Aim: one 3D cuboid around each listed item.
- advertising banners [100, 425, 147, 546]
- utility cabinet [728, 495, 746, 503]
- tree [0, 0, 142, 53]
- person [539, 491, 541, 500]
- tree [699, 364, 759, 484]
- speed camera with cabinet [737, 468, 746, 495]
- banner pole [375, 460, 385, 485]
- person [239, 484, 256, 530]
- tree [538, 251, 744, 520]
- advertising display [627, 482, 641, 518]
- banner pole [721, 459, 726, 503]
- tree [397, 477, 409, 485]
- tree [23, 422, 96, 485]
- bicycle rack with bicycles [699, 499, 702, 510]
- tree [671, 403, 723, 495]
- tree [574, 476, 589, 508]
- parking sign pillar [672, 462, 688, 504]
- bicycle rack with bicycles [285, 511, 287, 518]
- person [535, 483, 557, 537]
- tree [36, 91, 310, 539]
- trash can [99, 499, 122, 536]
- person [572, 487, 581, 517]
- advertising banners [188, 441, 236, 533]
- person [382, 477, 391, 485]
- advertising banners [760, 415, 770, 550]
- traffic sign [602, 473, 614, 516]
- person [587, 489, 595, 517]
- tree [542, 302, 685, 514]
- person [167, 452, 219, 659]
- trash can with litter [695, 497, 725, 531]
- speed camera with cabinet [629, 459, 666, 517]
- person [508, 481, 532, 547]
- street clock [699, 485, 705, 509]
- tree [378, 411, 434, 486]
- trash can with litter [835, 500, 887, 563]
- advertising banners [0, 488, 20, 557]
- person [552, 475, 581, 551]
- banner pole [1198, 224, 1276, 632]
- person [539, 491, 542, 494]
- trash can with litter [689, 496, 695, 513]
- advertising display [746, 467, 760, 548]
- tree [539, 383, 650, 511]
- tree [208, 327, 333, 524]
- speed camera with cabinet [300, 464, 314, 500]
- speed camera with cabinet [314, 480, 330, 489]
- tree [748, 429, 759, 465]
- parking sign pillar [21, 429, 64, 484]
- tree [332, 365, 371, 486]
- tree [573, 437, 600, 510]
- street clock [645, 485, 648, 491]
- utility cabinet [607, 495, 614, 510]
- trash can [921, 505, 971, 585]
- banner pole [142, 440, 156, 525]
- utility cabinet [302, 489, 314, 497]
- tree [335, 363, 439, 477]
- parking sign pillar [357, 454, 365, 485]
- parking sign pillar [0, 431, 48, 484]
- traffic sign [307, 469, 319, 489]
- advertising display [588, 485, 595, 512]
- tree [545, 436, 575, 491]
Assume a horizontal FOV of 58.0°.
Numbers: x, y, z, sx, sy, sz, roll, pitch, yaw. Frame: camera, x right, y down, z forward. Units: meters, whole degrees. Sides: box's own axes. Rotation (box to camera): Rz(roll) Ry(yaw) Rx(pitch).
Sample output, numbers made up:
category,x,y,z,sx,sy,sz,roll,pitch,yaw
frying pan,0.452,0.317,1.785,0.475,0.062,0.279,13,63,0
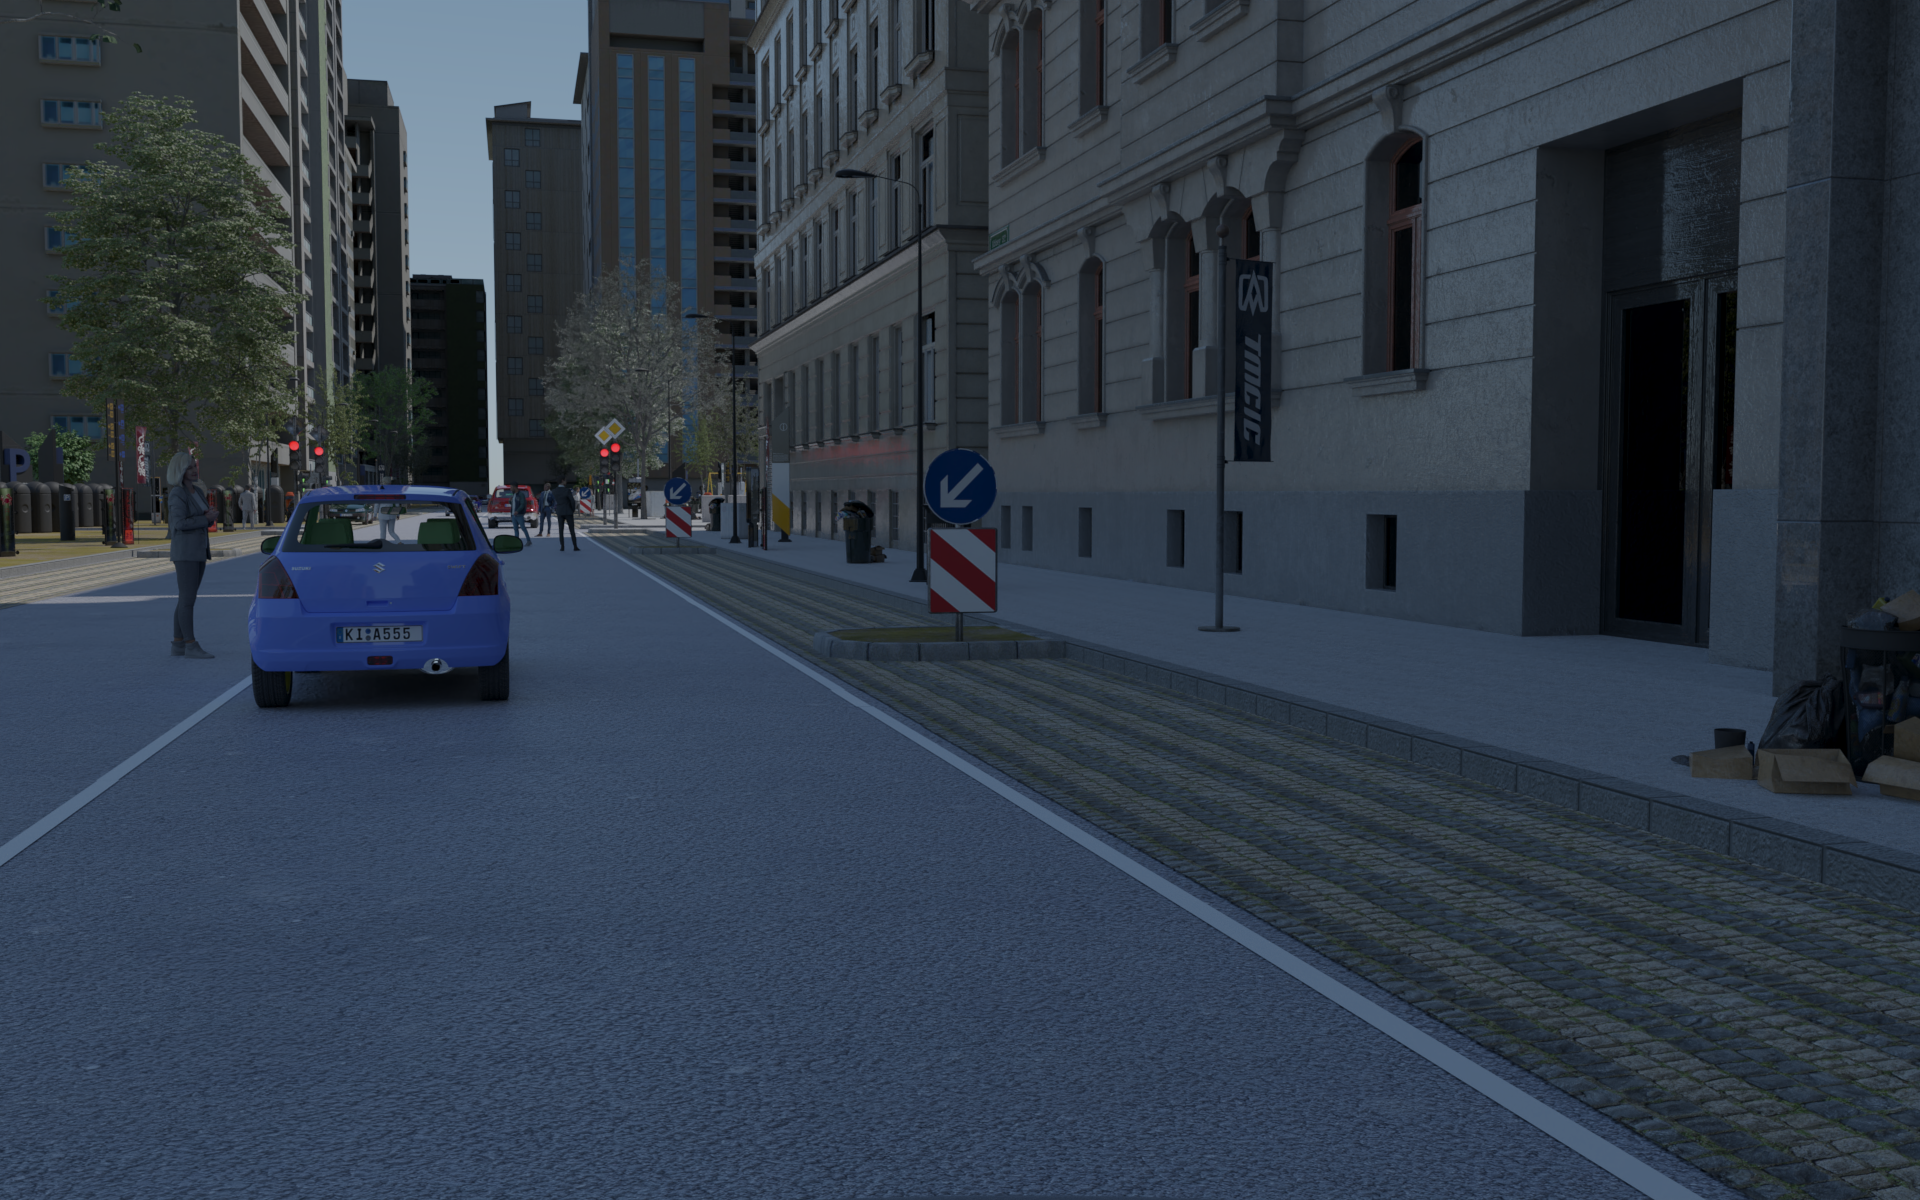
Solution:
category,x,y,z,sx,sy,sz,roll,pitch,yaw
advertising banners,-21.051,-2.906,43.701,0.090,3.025,2.074,0,4,5
utility cabinet,-11.874,-4.982,92.613,1.020,1.237,0.306,-2,4,-29
tree,-17.397,-10.338,24.912,12.611,20.169,13.585,0,3,0
person,-43.636,-10.425,179.744,0.721,1.735,1.217,0,4,5
tree,-12.730,-9.015,97.761,4.360,8.622,3.978,0,3,0
speed camera with cabinet,-16.238,-8.358,130.996,0.660,3.252,2.038,2,4,33
banner pole,-41.975,-8.274,125.291,0.863,3.779,0.401,0,4,-8
person,-26.173,-3.355,63.632,0.678,1.792,0.850,0,4,-7
tree,-16.089,-10.837,87.555,12.009,13.543,11.850,0,3,0
advertising display,-17.745,-5.464,94.556,0.974,1.923,0.123,2,4,30
banner pole,-16.726,-8.108,122.581,0.401,3.779,0.863,1,4,15
tree,-55.891,-11.009,174.605,1.663,3.219,1.824,0,3,0
tree,-41.241,-5.852,79.387,4.285,4.588,4.351,0,3,0
bicycle rack with bicycles,-20.658,-7.809,141.063,2.852,0.926,2.925,0,4,-3
tree,-20.245,-11.328,135.574,4.737,8.622,4.395,0,3,0
tree,-35.271,-10.140,160.383,1.663,3.219,1.824,0,3,0
parking sign pillar,-23.416,-9.569,144.927,1.447,3.967,1.447,2,4,24
bicycle rack with bicycles,-33.960,-4.313,83.893,2.925,0.926,2.852,0,4,8
person,-13.934,-3.034,58.292,0.721,1.800,0.419,1,4,9
tree,-22.565,-8.062,49.938,7.486,12.596,7.792,0,3,0
trash can,-25.642,-2.493,52.419,0.748,1.137,0.748,0,3,0
person,-21.974,-5.534,99.075,0.850,1.850,0.679,2,4,27
advertising banners,-24.915,-3.758,57.627,0.090,3.025,2.074,1,4,20
person,-13.453,-1.984,40.813,0.818,1.842,0.514,2,4,30
advertising banners,-4.456,-2.651,39.536,0.090,3.025,2.074,-1,4,-10
traffic sign,-20.695,-6.250,102.188,0.884,2.594,0.081,-1,4,-12
person,-20.925,-5.427,98.231,0.512,1.701,0.522,1,4,12
tree,-22.630,-12.671,113.831,9.857,13.997,8.962,0,3,0
person,-6.740,-0.405,15.300,0.526,1.800,0.537,1,4,9
trash can with litter,-8.531,-2.959,59.768,0.624,1.170,1.055,-2,4,-34
speed camera with cabinet,-17.558,-6.293,97.219,2.038,3.252,0.660,-3,5,-41
person,-12.054,-2.348,47.236,0.623,1.781,0.721,2,4,32
street clock,-21.419,-8.523,143.928,0.358,2.002,0.471,2,4,32
tree,-50.209,-12.680,157.686,4.360,8.622,3.978,0,3,0
trash can with litter,-1.818,-1.276,32.251,0.624,1.170,1.055,2,4,26
advertising banners,-19.543,-2.346,34.543,0.090,3.025,2.074,0,4,8
person,-9.950,-2.192,43.695,0.648,1.900,0.474,0,4,5
banner pole,2.632,-1.607,16.295,0.863,3.779,0.401,-2,4,-32
person,-46.205,-11.163,191.035,1.348,1.821,0.705,0,4,-8
trash can with litter,-17.108,-6.215,113.001,1.055,1.170,0.624,-3,5,-39
advertising display,-4.997,-2.239,41.821,0.123,1.923,0.974,0,4,6
tree,-27.862,-12.162,133.269,8.767,10.594,7.601,-2,4,-23
tree,-29.990,-7.544,73.704,4.737,8.622,4.395,0,3,0
speed camera with cabinet,-42.794,-7.248,112.847,0.660,3.252,2.038,3,4,38
speed camera with cabinet,-40.041,-7.069,109.910,2.038,3.252,0.660,3,5,44
tree,-14.759,-11.587,139.814,4.737,8.622,4.395,0,3,0
parking sign pillar,-37.843,-5.115,72.107,1.447,3.967,1.447,3,4,37
tree,-34.988,-8.981,97.210,4.737,8.622,4.395,0,3,0
tree,-29.742,-11.607,140.144,4.737,8.622,4.395,0,3,0
street clock,-25.980,-8.470,143.047,0.358,2.002,0.471,2,4,31
utility cabinet,-28.070,-7.815,138.930,1.020,1.237,0.306,0,4,-8
trash can,-0.149,-0.715,23.339,0.748,1.137,0.748,0,3,0
banner pole,-33.157,-4.945,70.862,0.863,3.779,0.401,2,4,23
utility cabinet,-31.244,-4.561,83.246,0.318,1.500,1.173,-3,5,-43
tree,-45.118,-12.871,136.188,9.928,11.665,9.643,0,3,0
parking sign pillar,-40.637,-7.890,117.470,1.447,3.967,1.447,-1,4,-22
parking sign pillar,-40.437,-5.247,74.259,1.447,3.967,1.447,1,4,17
traffic sign,-31.496,-5.182,84.729,0.884,2.594,0.081,-1,4,-8
advertising display,-26.011,-7.157,122.230,0.123,1.923,0.974,-2,4,-33
tree,-49.864,-16.283,216.595,4.360,8.622,3.978,0,3,0
